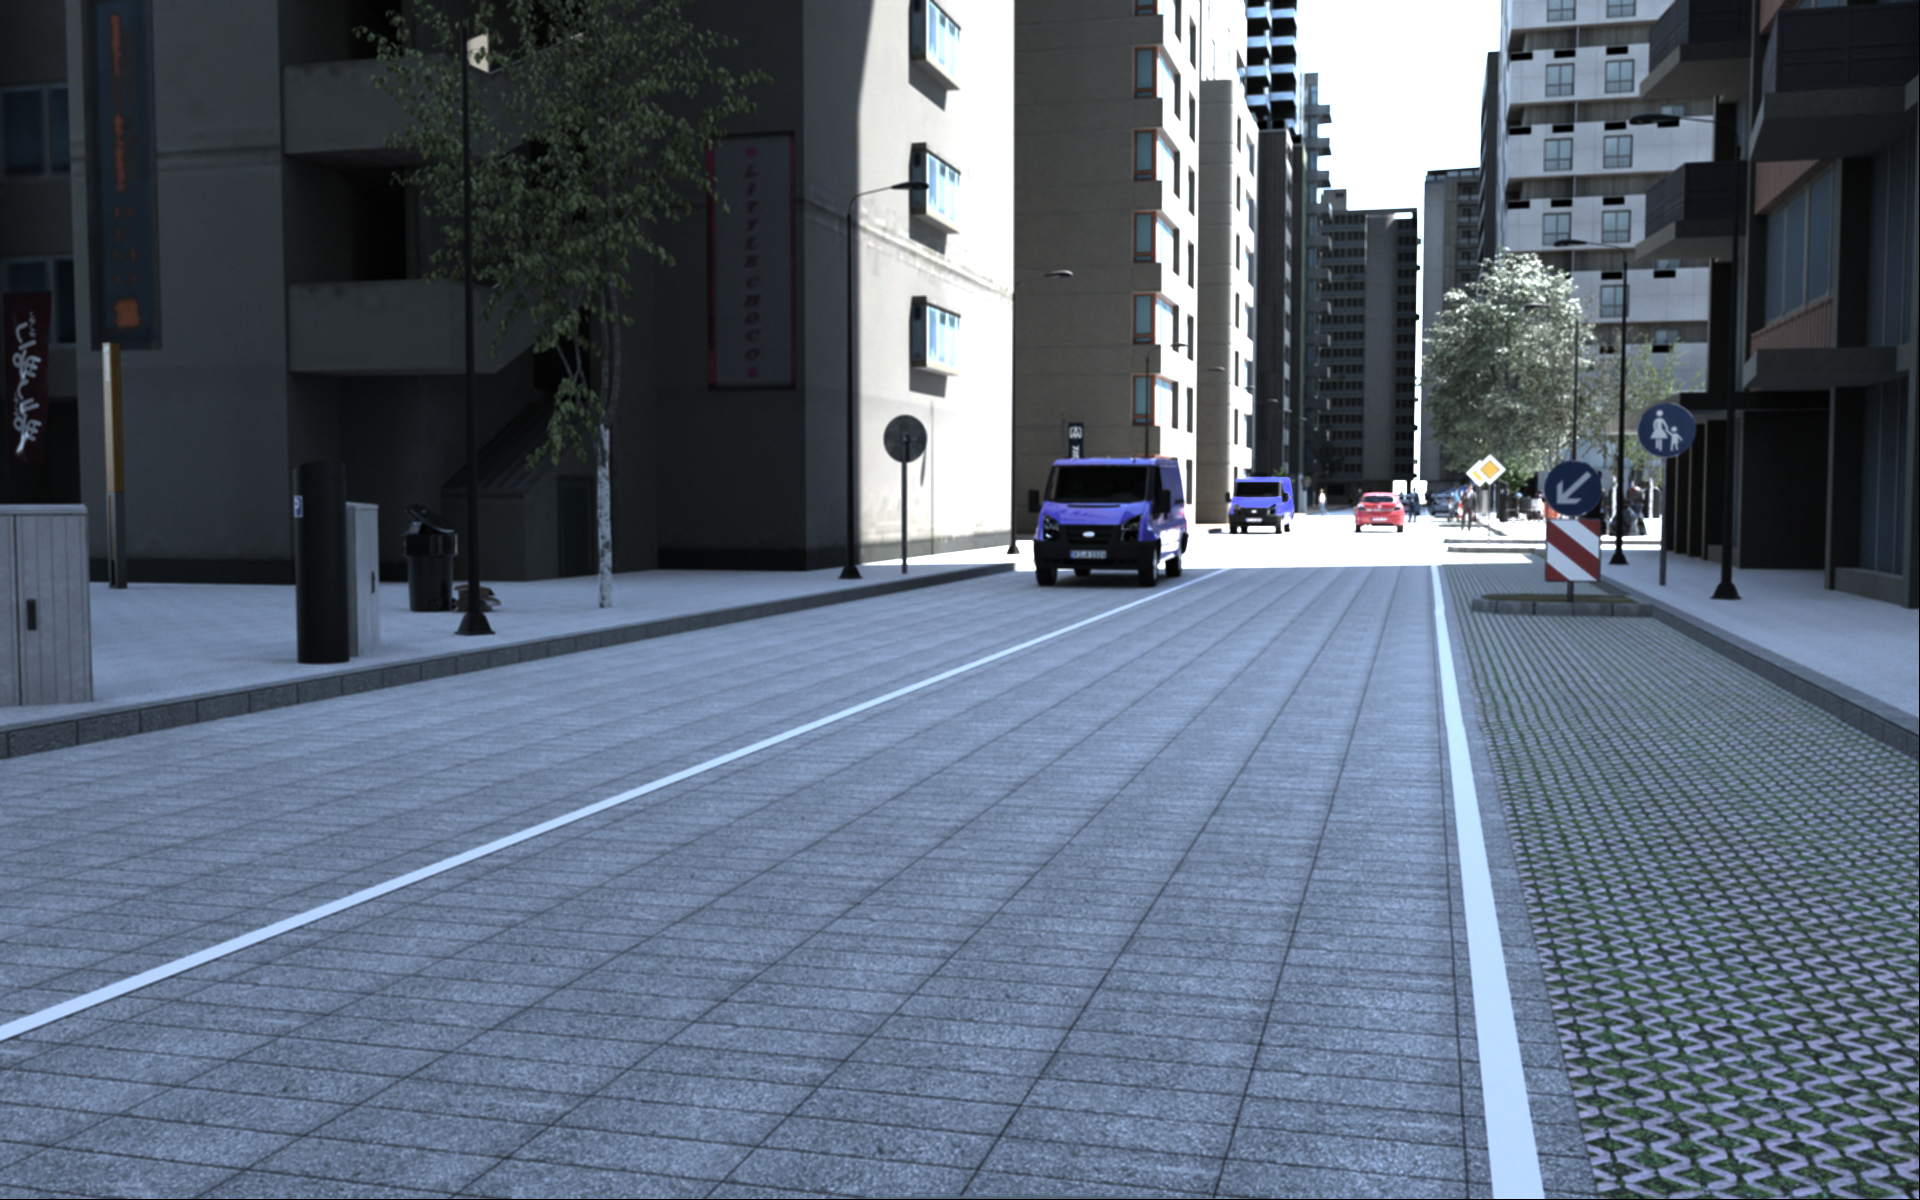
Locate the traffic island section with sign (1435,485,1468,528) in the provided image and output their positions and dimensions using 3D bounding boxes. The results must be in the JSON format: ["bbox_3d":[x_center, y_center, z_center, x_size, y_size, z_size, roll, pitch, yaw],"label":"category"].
[{"bbox_3d":[21.582,-4.024,74.418,1.989,1.847,2.006,1,4,15],"label":"traffic island section with sign"}]

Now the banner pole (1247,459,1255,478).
[{"bbox_3d":[20.806,-8.203,124.140,0.863,3.779,0.401,1,4,16],"label":"banner pole"}]

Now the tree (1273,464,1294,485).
[{"bbox_3d":[20.621,-7.154,111.562,1.663,3.219,1.824,0,3,0],"label":"tree"}]

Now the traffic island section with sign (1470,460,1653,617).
[{"bbox_3d":[7.297,-0.765,21.137,1.989,1.847,2.006,1,4,15],"label":"traffic island section with sign"}]

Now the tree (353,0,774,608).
[{"bbox_3d":[-4.239,-4.213,19.248,4.737,8.622,4.395,0,3,0],"label":"tree"}]

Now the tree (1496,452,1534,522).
[{"bbox_3d":[25.125,-5.175,79.211,1.663,3.219,1.824,0,3,0],"label":"tree"}]

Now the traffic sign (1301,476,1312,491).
[{"bbox_3d":[24.495,-7.493,122.613,0.768,2.556,0.104,1,4,22],"label":"traffic sign"}]

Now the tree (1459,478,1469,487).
[{"bbox_3d":[54.872,-11.900,189.168,1.663,3.219,1.824,0,3,0],"label":"tree"}]

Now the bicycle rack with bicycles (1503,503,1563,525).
[{"bbox_3d":[24.311,-3.628,72.693,2.925,0.926,2.852,-1,4,-15],"label":"bicycle rack with bicycles"}]

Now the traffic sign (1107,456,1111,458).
[{"bbox_3d":[3.886,-2.551,45.356,0.795,2.450,0.064,1,4,15],"label":"traffic sign"}]

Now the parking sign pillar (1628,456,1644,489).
[{"bbox_3d":[46.526,-7.997,119.217,1.447,3.967,1.447,-3,5,-41],"label":"parking sign pillar"}]

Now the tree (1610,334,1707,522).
[{"bbox_3d":[32.287,-7.935,80.092,4.737,8.622,4.395,0,3,0],"label":"tree"}]

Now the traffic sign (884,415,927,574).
[{"bbox_3d":[-0.898,-1.701,27.910,0.768,2.556,0.104,1,4,23],"label":"traffic sign"}]

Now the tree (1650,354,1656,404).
[{"bbox_3d":[28.427,-7.664,75.661,4.360,8.622,3.978,0,3,0],"label":"tree"}]

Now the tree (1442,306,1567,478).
[{"bbox_3d":[33.012,-11.429,104.998,7.486,12.596,7.792,0,3,0],"label":"tree"}]

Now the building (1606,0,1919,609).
[{"bbox_3d":[22.055,-22.565,23.555,22.147,44.769,28.867,1,4,15],"label":"building"}]

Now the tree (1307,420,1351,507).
[{"bbox_3d":[36.874,-13.638,173.341,4.360,8.622,3.978,0,3,0],"label":"tree"}]

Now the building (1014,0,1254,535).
[{"bbox_3d":[-3.406,-13.797,70.621,27.650,21.520,28.899,1,4,15],"label":"building"}]

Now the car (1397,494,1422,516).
[{"bbox_3d":[29.973,-6.376,116.254,2.014,1.417,4.499,1,4,16],"label":"car"}]

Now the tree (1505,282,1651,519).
[{"bbox_3d":[21.333,-6.779,61.193,4.360,8.622,3.978,0,3,0],"label":"tree"}]

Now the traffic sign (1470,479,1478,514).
[{"bbox_3d":[33.594,-6.885,112.679,0.768,2.556,0.104,1,4,19],"label":"traffic sign"}]

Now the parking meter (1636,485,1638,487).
[{"bbox_3d":[43.941,-6.507,112.107,0.399,1.863,0.255,0,4,0],"label":"parking meter"}]

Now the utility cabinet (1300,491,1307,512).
[{"bbox_3d":[24.057,-6.894,121.398,0.318,1.500,1.173,1,4,20],"label":"utility cabinet"}]

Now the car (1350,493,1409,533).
[{"bbox_3d":[15.835,-3.447,65.396,2.155,1.783,4.494,1,4,13],"label":"car"}]

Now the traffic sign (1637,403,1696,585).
[{"bbox_3d":[9.885,-1.479,24.290,0.768,2.556,0.104,1,4,21],"label":"traffic sign"}]

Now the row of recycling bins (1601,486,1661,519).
[{"bbox_3d":[34.727,-5.101,90.506,3.534,1.692,1.069,2,4,25],"label":"row of recycling bins"}]

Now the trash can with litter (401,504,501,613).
[{"bbox_3d":[-5.568,-0.466,18.999,1.055,1.170,0.624,1,4,10],"label":"trash can with litter"}]

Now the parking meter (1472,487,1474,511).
[{"bbox_3d":[35.656,-7.045,120.901,0.399,1.863,0.255,-1,4,-14],"label":"parking meter"}]

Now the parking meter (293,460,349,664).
[{"bbox_3d":[-4.870,-0.293,13.207,0.372,1.533,0.369,0,3,0],"label":"parking meter"}]

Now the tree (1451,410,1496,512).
[{"bbox_3d":[38.042,-10.613,123.881,4.737,8.622,4.395,0,3,0],"label":"tree"}]

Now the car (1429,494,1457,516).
[{"bbox_3d":[32.296,-6.322,115.372,2.014,1.417,4.499,1,4,14],"label":"car"}]

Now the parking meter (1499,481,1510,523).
[{"bbox_3d":[24.493,-4.417,77.923,0.255,1.863,0.399,-3,4,-36],"label":"parking meter"}]

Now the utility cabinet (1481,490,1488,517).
[{"bbox_3d":[28.964,-5.323,95.702,0.318,1.500,1.173,1,4,14],"label":"utility cabinet"}]

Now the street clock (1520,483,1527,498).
[{"bbox_3d":[37.381,-6.753,114.979,0.471,2.002,0.358,3,5,44],"label":"street clock"}]

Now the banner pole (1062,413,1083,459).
[{"bbox_3d":[3.409,-3.874,53.357,0.863,3.779,0.401,-1,4,-9],"label":"banner pole"}]

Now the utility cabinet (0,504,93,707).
[{"bbox_3d":[-5.844,0.041,10.489,1.020,1.237,0.306,-2,4,-30],"label":"utility cabinet"}]

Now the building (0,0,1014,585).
[{"bbox_3d":[-11.572,-25.105,34.171,21.600,48.544,21.300,1,4,15],"label":"building"}]

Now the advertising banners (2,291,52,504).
[{"bbox_3d":[-8.804,-1.167,15.274,2.074,3.025,0.090,1,4,17],"label":"advertising banners"}]

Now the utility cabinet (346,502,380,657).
[{"bbox_3d":[-4.951,-0.179,14.090,0.306,1.237,1.020,-1,4,-9],"label":"utility cabinet"}]

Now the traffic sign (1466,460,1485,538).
[{"bbox_3d":[15.169,-2.871,50.588,0.795,2.450,0.064,1,4,15],"label":"traffic sign"}]

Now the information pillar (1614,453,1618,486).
[{"bbox_3d":[37.415,-6.558,98.573,0.183,3.616,0.504,-2,4,-28],"label":"information pillar"}]

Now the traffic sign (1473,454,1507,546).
[{"bbox_3d":[13.101,-2.399,42.874,0.795,2.450,0.064,1,4,15],"label":"traffic sign"}]

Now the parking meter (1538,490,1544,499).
[{"bbox_3d":[36.696,-6.177,109.403,0.372,1.533,0.369,0,3,0],"label":"parking meter"}]

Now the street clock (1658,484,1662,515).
[{"bbox_3d":[43.422,-6.272,107.109,0.471,2.002,0.358,1,4,11],"label":"street clock"}]

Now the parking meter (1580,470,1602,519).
[{"bbox_3d":[13.782,-1.964,37.825,0.399,1.863,0.255,-1,4,-9],"label":"parking meter"}]

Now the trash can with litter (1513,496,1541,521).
[{"bbox_3d":[27.862,-4.460,83.981,2.233,1.210,1.678,0,4,6],"label":"trash can with litter"}]

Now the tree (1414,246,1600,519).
[{"bbox_3d":[28.583,-11.255,90.678,9.857,13.997,8.962,0,3,0],"label":"tree"}]
